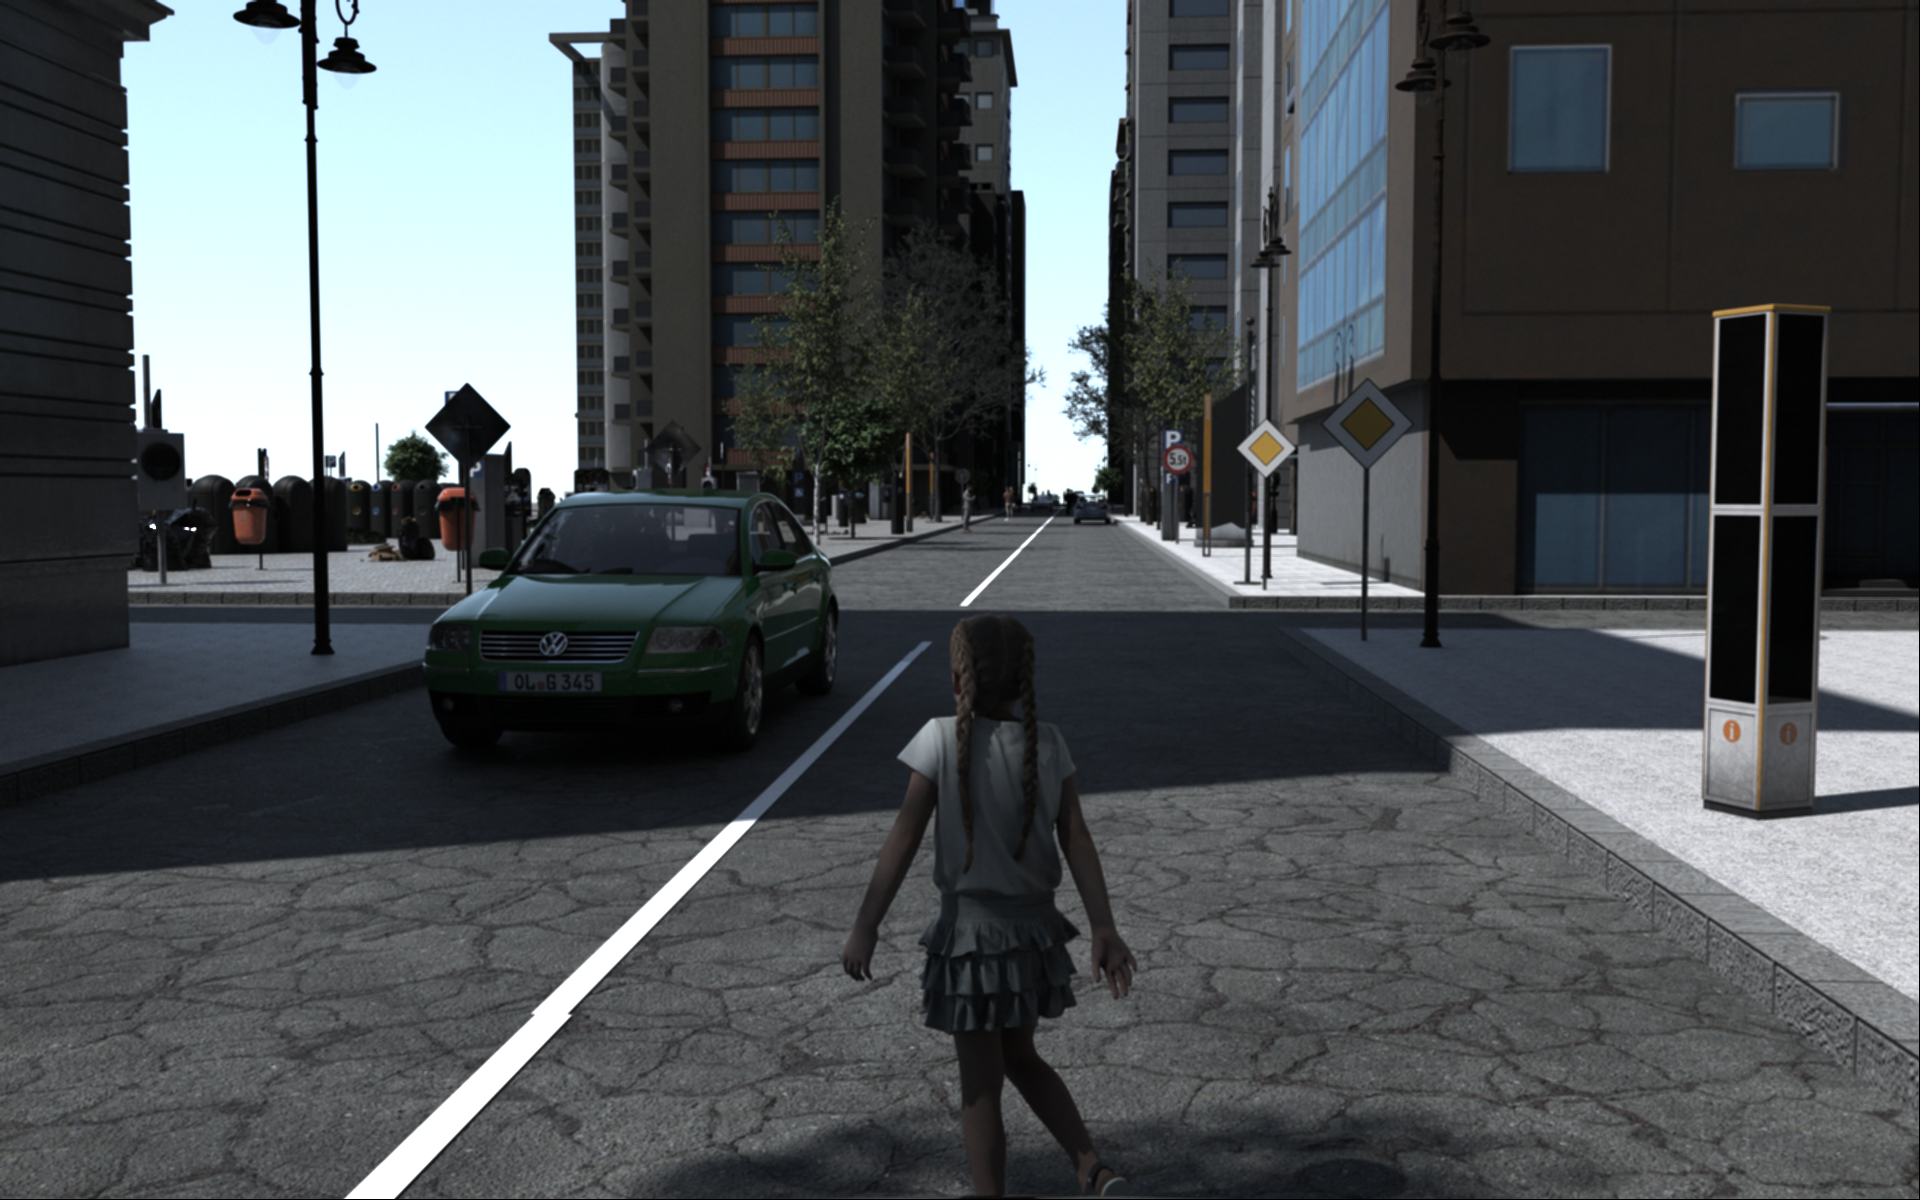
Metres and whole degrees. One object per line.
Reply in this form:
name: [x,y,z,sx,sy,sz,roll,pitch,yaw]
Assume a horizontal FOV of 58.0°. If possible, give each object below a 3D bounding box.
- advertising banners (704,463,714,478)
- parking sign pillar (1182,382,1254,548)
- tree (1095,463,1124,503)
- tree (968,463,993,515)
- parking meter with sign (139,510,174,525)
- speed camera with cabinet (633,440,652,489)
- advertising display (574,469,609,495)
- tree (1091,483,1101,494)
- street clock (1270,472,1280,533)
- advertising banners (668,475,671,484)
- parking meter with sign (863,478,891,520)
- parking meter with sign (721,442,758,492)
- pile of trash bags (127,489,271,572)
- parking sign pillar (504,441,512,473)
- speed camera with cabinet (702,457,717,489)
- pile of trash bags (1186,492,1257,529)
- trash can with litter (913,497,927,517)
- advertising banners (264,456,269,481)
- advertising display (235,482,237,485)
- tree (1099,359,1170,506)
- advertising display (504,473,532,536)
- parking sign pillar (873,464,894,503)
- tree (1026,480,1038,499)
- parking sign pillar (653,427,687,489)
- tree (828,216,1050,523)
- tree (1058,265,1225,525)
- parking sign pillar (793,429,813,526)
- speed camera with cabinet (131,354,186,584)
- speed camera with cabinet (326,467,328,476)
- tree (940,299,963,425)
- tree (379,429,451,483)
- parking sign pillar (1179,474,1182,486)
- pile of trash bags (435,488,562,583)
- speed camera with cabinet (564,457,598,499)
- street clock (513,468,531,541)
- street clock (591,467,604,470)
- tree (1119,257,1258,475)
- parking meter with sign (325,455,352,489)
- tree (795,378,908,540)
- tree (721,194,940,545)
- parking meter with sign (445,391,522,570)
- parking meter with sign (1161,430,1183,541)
advertising banners: [-14.859,-6.191,97.413,2.074,3.025,0.090,0,4,7]
parking sign pillar: [6.391,-3.264,41.842,1.447,3.967,1.447,2,4,31]
tree: [15.617,-12.132,182.070,4.285,4.588,4.351,0,3,0]
tree: [1.256,-6.887,107.198,1.663,3.219,1.824,0,3,0]
parking meter with sign: [-18.671,-2.632,39.293,1.738,3.016,0.543,-3,5,-40]
speed camera with cabinet: [-11.775,-4.225,63.420,0.660,3.252,2.038,-1,4,-21]
advertising display: [-9.663,-2.462,45.473,0.974,1.923,0.123,-3,5,-41]
tree: [20.013,-15.853,253.804,1.663,3.219,1.824,0,3,0]
street clock: [10.253,-3.178,56.531,0.358,2.002,0.471,-1,4,-11]
advertising banners: [-8.111,-3.126,47.297,0.090,3.025,2.074,-2,4,-24]
parking meter with sign: [-4.079,-5.415,84.790,1.738,3.016,0.543,3,5,39]
parking meter with sign: [-7.206,-3.828,58.853,1.738,3.016,0.543,-1,4,-13]
pile of trash bags: [-13.244,-1.201,29.386,3.447,1.369,1.912,1,4,14]
parking sign pillar: [-22.981,-6.052,87.414,1.447,3.967,1.447,0,4,1]
speed camera with cabinet: [-14.031,-6.001,92.446,2.038,3.252,0.660,1,4,11]
pile of trash bags: [9.913,-3.339,64.338,1.912,1.369,3.447,-2,4,-26]
trash can with litter: [-2.267,-5.160,95.754,1.055,1.170,0.624,0,4,0]
advertising banners: [-32.490,-5.152,80.421,0.090,3.025,2.074,-3,5,-44]
advertising display: [-38.446,-5.380,93.175,0.974,1.923,0.123,-3,5,-39]
tree: [9.377,-8.608,91.100,4.360,8.622,3.978,0,3,0]
advertising display: [-13.623,-2.936,53.217,0.123,1.923,0.974,3,5,45]
parking sign pillar: [-3.846,-6.027,87.014,1.447,3.967,1.447,3,4,36]
tree: [9.970,-14.914,238.441,1.663,3.219,1.824,0,3,0]
parking sign pillar: [-11.731,-4.984,69.954,1.447,3.967,1.447,1,4,14]
tree: [-1.127,-10.232,77.668,12.009,13.543,11.850,0,3,0]
tree: [7.499,-8.371,71.286,7.601,10.594,8.767,0,4,8]
parking sign pillar: [-6.476,-4.967,69.683,1.447,3.967,1.447,0,4,-5]
speed camera with cabinet: [-11.888,-1.816,24.028,0.660,3.252,2.038,3,5,44]
speed camera with cabinet: [-34.245,-5.954,91.686,2.038,3.252,0.660,1,4,11]
tree: [-2.020,-6.779,61.205,4.737,8.622,4.395,0,3,0]
tree: [-26.807,-6.187,84.866,4.285,4.588,4.351,0,3,0]
parking sign pillar: [12.302,-6.656,97.292,1.447,3.967,1.447,-2,4,-30]
pile of trash bags: [-6.001,-0.979,25.755,3.447,1.369,1.912,-1,4,-17]
speed camera with cabinet: [-20.305,-6.060,93.418,2.038,3.252,0.660,0,4,8]
street clock: [-12.089,-2.648,47.863,0.358,2.002,0.471,2,4,28]
street clock: [-9.826,-2.596,47.017,0.358,2.002,0.471,1,4,17]
tree: [6.753,-6.319,53.685,4.737,8.622,4.395,0,3,0]
parking meter with sign: [-27.616,-4.973,77.574,1.738,3.016,0.543,2,4,32]
tree: [-3.107,-4.006,49.220,4.285,4.588,4.351,0,3,0]
tree: [-3.532,-5.691,43.411,4.737,8.622,4.395,0,3,0]
parking meter with sign: [-8.227,-2.070,30.098,0.543,3.016,1.738,1,4,14]
parking meter with sign: [5.813,-3.155,47.850,0.543,3.016,1.738,0,4,3]
